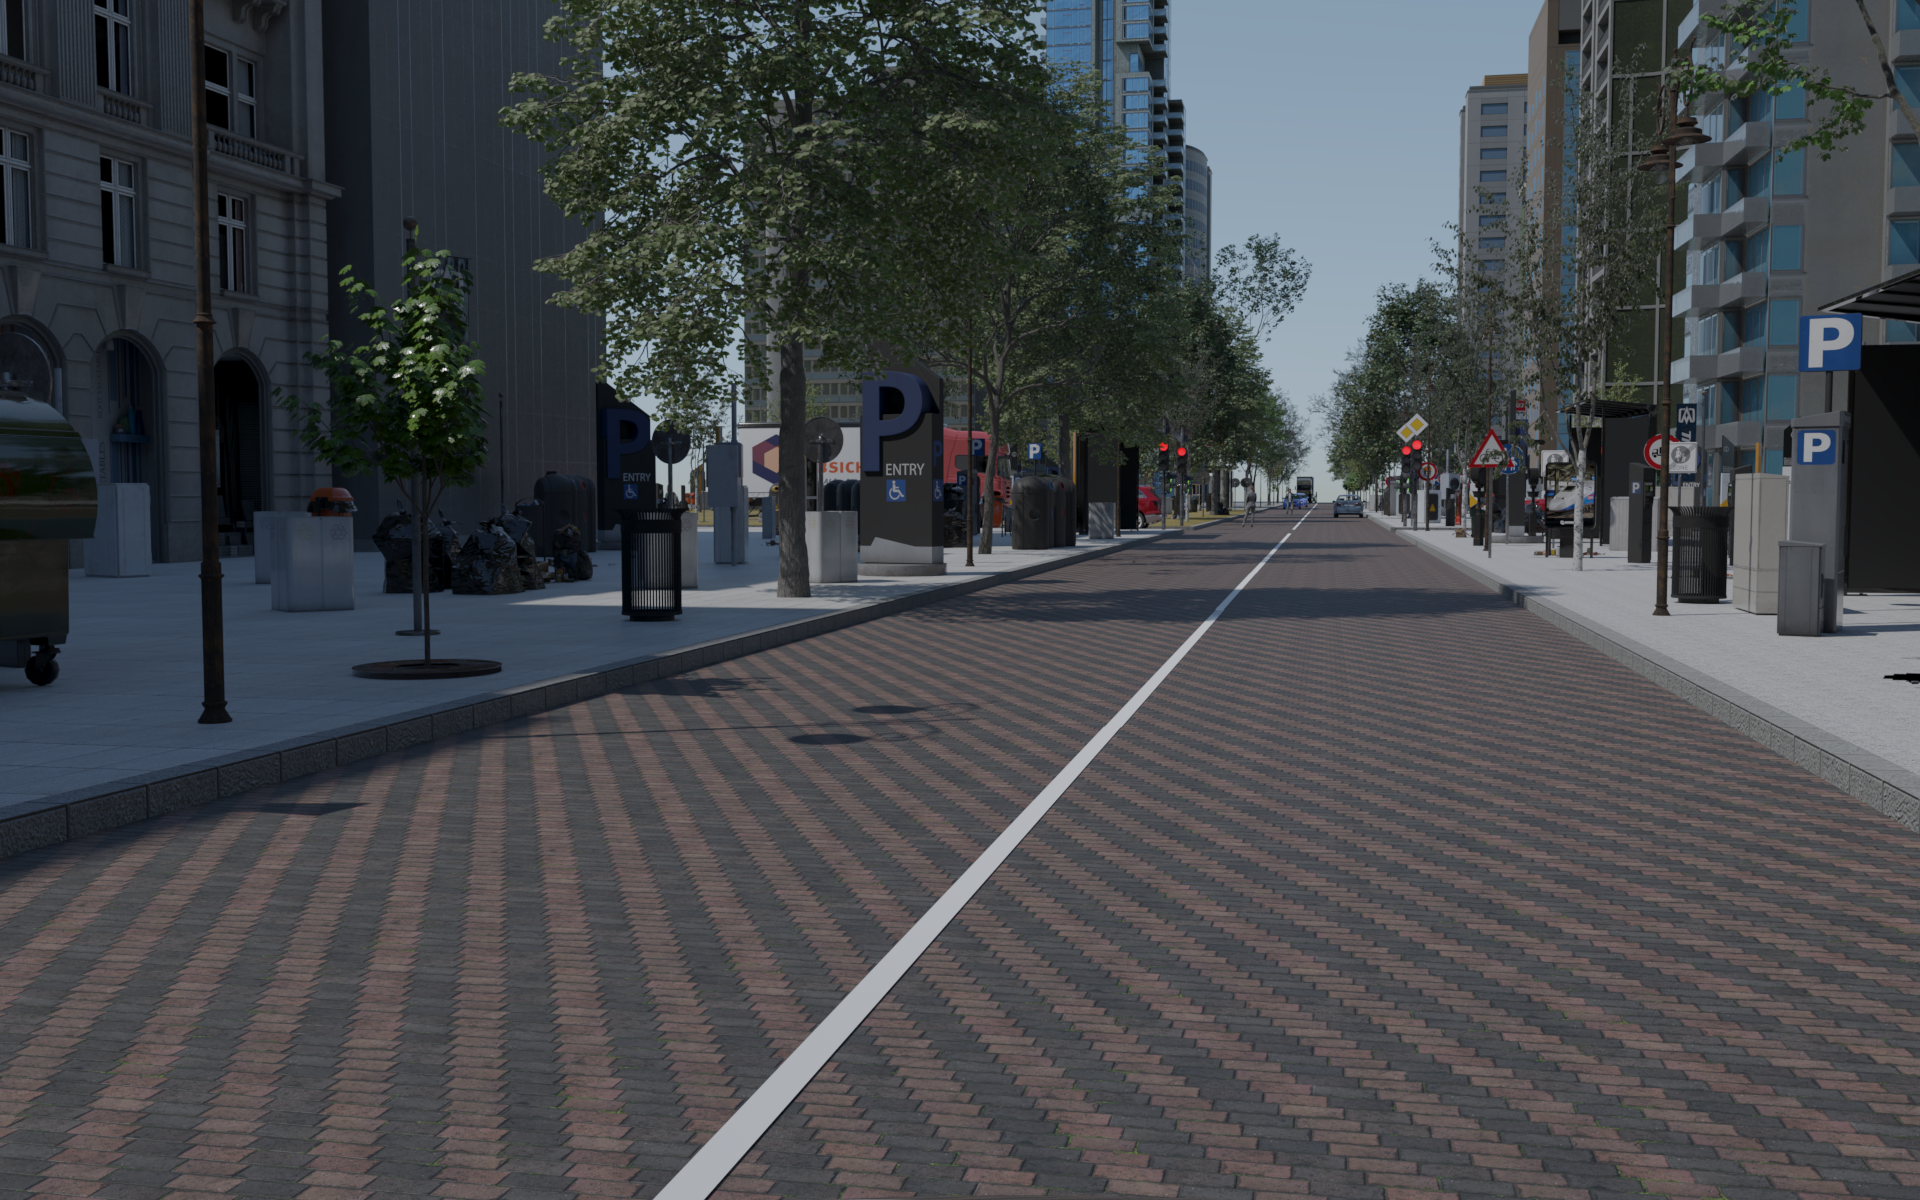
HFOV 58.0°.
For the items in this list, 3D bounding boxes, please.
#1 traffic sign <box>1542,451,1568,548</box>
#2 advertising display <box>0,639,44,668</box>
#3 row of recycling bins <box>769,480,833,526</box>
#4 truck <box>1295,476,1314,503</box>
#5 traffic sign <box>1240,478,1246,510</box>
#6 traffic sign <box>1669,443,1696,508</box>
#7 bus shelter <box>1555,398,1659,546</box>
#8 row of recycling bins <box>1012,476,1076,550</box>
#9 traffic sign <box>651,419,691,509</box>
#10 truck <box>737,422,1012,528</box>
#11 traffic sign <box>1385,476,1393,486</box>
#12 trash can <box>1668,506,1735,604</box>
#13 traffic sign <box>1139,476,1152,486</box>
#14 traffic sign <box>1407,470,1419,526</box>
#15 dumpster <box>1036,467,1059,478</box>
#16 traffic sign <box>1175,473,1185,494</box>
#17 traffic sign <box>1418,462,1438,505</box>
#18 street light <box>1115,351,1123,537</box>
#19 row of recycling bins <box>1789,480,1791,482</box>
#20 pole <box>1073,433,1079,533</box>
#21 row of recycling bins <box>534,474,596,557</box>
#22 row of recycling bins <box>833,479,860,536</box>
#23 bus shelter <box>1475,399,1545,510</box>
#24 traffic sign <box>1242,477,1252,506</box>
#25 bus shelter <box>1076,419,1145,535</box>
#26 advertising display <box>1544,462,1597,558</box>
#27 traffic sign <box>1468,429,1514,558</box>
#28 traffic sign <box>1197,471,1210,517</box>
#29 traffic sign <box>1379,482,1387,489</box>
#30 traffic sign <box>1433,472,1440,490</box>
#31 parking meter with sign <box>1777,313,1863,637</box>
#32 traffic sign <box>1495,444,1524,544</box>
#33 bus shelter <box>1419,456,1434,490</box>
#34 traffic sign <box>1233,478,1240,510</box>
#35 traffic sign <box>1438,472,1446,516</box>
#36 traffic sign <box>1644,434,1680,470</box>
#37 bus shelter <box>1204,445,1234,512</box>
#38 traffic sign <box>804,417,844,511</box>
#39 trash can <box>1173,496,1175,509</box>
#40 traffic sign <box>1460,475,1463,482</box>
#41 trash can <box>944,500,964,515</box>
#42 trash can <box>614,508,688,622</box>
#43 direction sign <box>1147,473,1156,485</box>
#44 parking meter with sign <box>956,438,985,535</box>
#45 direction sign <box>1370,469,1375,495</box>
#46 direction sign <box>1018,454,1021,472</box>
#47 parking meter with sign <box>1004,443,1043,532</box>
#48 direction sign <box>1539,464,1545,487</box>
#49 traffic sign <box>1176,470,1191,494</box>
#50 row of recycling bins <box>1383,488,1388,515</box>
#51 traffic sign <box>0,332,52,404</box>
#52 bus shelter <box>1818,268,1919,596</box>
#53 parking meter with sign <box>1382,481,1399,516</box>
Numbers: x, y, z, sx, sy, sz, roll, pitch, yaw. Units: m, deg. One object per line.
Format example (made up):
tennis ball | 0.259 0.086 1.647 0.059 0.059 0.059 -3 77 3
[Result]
traffic sign | 13.994 -2.364 40.780 0.606 2.300 0.079 1 4 21
advertising display | -7.062 -0.466 12.825 0.974 1.923 0.123 2 4 31
row of recycling bins | -5.424 -3.305 61.145 3.534 1.692 1.069 3 5 42
truck | 55.373 -17.684 278.044 2.839 4.237 11.283 1 4 13
traffic sign | 22.363 -8.310 135.974 0.768 2.556 0.104 1 4 21
traffic sign | 14.250 -1.968 34.314 0.606 2.300 0.079 1 4 13
bus shelter | 16.874 -3.310 45.400 1.731 3.624 6.357 1 4 12
row of recycling bins | 1.987 -2.093 41.331 1.069 1.692 3.534 1 4 18
traffic sign | -4.922 -1.794 29.443 0.768 2.556 0.104 1 4 21
truck | -2.964 -4.838 68.009 11.283 4.237 2.839 1 4 11
traffic sign | 30.343 -7.456 122.004 0.768 2.556 0.104 1 4 15
trash can | 8.710 -0.534 20.393 0.748 1.137 0.748 0 3 0
traffic sign | 10.443 -6.007 98.219 0.884 2.594 0.081 1 4 21
traffic sign | 17.924 -4.192 68.645 0.768 2.556 0.104 1 4 18
dumpster | 3.156 -3.673 62.548 1.502 2.255 1.985 1 4 12
traffic sign | 10.544 -4.931 82.757 0.606 2.300 0.079 1 4 20
traffic sign | 18.364 -4.158 68.088 0.768 2.556 0.104 1 4 16
street light | 4.740 -4.823 51.640 0.468 5.910 1.993 1 4 12
row of recycling bins | 20.680 -2.183 42.809 1.069 1.692 3.534 -2 4 -33
pole | 3.859 -3.897 57.553 0.158 3.312 0.155 0 3 0
row of recycling bins | -8.400 -1.813 36.754 1.069 1.692 3.534 0 4 -4
row of recycling bins | -1.958 -2.663 50.648 3.534 1.692 1.069 3 4 38
bus shelter | 22.295 -5.697 70.773 2.179 5.291 8.768 1 4 12
traffic sign | 21.817 -8.052 131.752 0.768 2.556 0.104 1 4 21
bus shelter | 5.113 -4.039 57.315 1.731 3.624 6.357 1 4 12
advertising display | 12.237 -1.806 34.735 0.974 1.923 0.123 2 4 25
traffic sign | 10.593 -2.113 34.556 0.884 2.594 0.081 1 4 21
traffic sign | 13.494 -5.869 96.058 0.768 2.556 0.104 1 4 20
traffic sign | 34.016 -8.389 139.291 0.606 2.300 0.079 1 4 21
traffic sign | 27.537 -6.135 100.421 0.768 2.556 0.104 1 4 12
parking meter with sign | 8.016 -1.220 16.205 0.543 3.016 1.738 2 4 32
traffic sign | 13.956 -2.692 44.116 0.768 2.556 0.104 1 4 16
bus shelter | 32.145 -8.604 118.304 2.179 5.291 8.768 1 4 12
traffic sign | 21.754 -8.370 136.948 0.768 2.556 0.104 1 4 20
traffic sign | 27.855 -6.081 99.536 0.768 2.556 0.104 1 4 19
traffic sign | 14.830 -2.231 36.579 0.768 2.556 0.104 1 4 18
bus shelter | 19.358 -9.291 129.541 2.179 5.291 8.768 1 4 12
traffic sign | -2.289 -1.737 28.510 0.768 2.556 0.104 1 4 16
trash can | 15.528 -6.832 123.357 0.748 1.137 0.748 0 3 0
traffic sign | 31.232 -6.603 108.065 0.768 2.556 0.104 1 4 18
trash can | -0.241 -2.015 44.592 0.748 1.137 0.748 0 3 0
trash can | -3.133 -0.363 17.588 0.748 1.137 0.748 0 3 0
direction sign | 15.659 -9.178 142.050 0.876 3.537 0.379 3 4 38
parking meter with sign | 0.178 -3.504 53.550 0.543 3.016 1.738 2 4 24
direction sign | 32.944 -8.936 138.092 0.876 3.537 0.379 -3 5 -41
direction sign | 3.113 -6.528 98.728 0.876 3.537 0.379 -2 4 -32
parking meter with sign | 2.120 -3.827 58.840 0.543 3.016 1.738 2 4 34
direction sign | 44.577 -8.574 132.187 0.876 3.537 0.379 -1 4 -17
traffic sign | 9.401 -4.334 72.988 0.606 2.300 0.079 1 4 12
row of recycling bins | 26.274 -6.011 105.391 1.069 1.692 3.534 1 4 13
traffic sign | -7.488 -0.830 13.669 0.768 2.556 0.104 1 4 16
bus shelter | 10.981 -1.677 18.701 1.731 3.624 6.357 1 4 12
parking meter with sign | 25.647 -6.460 101.878 1.738 3.016 0.543 2 4 34
